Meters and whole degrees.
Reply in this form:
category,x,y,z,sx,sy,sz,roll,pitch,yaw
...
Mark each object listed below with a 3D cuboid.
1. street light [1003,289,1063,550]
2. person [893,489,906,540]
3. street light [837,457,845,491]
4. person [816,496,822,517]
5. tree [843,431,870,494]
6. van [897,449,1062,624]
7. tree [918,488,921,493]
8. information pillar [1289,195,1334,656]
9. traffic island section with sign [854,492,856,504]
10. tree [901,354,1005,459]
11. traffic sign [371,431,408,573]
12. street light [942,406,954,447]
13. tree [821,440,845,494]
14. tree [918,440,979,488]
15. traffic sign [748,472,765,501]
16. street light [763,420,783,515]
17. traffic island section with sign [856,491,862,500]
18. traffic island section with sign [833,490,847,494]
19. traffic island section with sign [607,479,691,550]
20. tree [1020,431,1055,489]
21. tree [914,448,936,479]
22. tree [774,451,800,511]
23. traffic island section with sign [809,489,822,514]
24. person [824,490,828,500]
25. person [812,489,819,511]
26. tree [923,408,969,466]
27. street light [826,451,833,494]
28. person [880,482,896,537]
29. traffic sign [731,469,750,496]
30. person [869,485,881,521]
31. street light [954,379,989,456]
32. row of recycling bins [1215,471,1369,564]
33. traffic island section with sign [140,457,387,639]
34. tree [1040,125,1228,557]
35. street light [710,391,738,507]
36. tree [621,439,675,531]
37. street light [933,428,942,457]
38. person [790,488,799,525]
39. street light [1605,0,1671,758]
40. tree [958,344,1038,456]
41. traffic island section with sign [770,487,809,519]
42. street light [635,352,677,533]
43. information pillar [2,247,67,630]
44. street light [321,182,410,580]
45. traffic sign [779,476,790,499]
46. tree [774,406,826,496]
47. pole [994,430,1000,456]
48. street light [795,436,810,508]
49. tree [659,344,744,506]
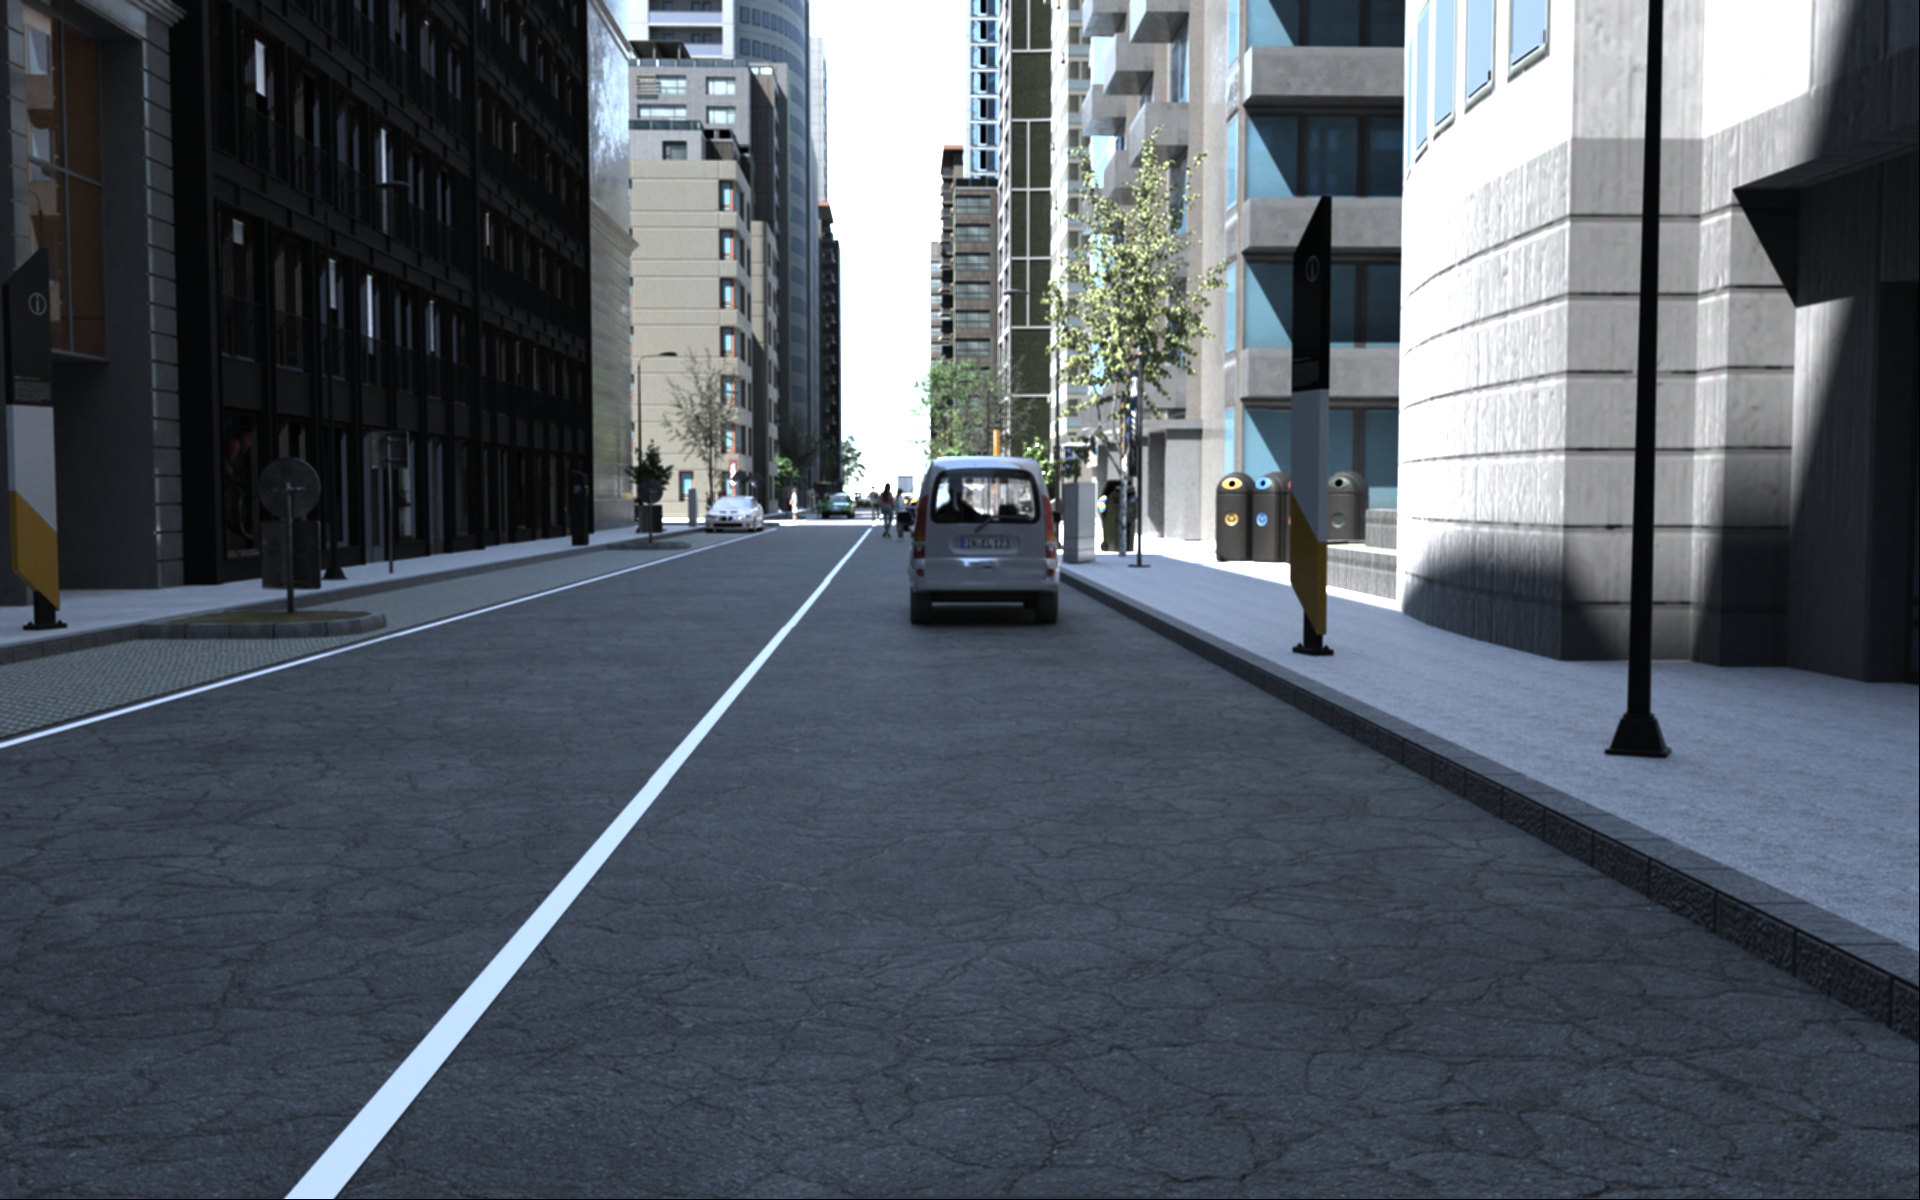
category,x,y,z,sx,sy,sz,roll,pitch,yaw
street light,1.682,-4.096,39.505,1.470,5.913,1.316,0,4,-2
person,-1.861,-2.654,53.711,0.330,1.601,0.589,1,4,22
street light,-15.427,-14.901,216.177,1.470,5.913,1.316,0,4,-2
person,-8.663,-5.771,107.112,0.590,1.304,0.306,-2,4,-27
tree,-20.142,-24.102,312.196,7.486,12.596,7.792,0,3,0
van,0.242,-0.827,20.535,2.013,2.044,4.112,0,4,-1
tree,-6.144,-17.808,285.760,1.663,3.219,1.824,0,3,0
information pillar,2.811,-1.378,13.884,0.183,3.616,0.504,-1,4,-17
traffic island section with sign,-13.583,-11.994,204.731,1.989,1.847,2.006,0,4,-2
tree,-0.652,-12.317,127.138,9.928,11.665,9.643,0,3,0
traffic sign,-9.227,-1.585,28.037,0.606,2.300,0.079,0,4,2
street light,-0.050,-7.286,91.664,1.470,5.913,1.316,0,4,-2
tree,-17.199,-17.003,228.357,4.737,8.622,4.395,0,3,0
tree,0.068,-7.389,104.523,4.285,4.588,4.351,0,3,0
traffic sign,-9.163,-4.552,78.068,0.795,2.450,0.064,0,4,-2
street light,-11.739,-8.307,108.366,1.470,5.913,1.316,0,4,-2
traffic island section with sign,-16.468,-17.060,287.565,1.989,1.847,2.006,0,4,-2
traffic island section with sign,-12.641,-10.330,177.522,1.989,1.847,2.006,0,4,-2
traffic island section with sign,-8.061,-2.230,45.096,1.989,1.847,2.006,0,4,-2
tree,2.242,-3.580,53.129,1.663,3.219,1.824,0,3,0
tree,-4.328,-17.710,239.921,4.360,8.622,3.978,0,3,0
tree,-13.881,-9.083,132.213,4.285,4.588,4.351,0,3,0
traffic island section with sign,-10.916,-7.276,127.583,1.989,1.847,2.006,0,4,-2
person,-9.499,-7.065,124.587,0.480,1.755,0.524,0,4,6
person,-11.387,-7.766,135.430,0.822,1.834,0.622,-1,4,-13
tree,-1.088,-11.816,143.557,4.737,8.622,4.395,0,3,0
street light,-14.408,-13.031,185.593,1.470,5.913,1.316,0,4,-2
person,-2.376,-2.995,57.470,0.555,1.821,0.388,0,4,3
traffic sign,-8.886,-4.064,70.088,0.795,2.450,0.064,0,4,-2
person,-4.565,-5.183,92.611,0.648,1.900,0.474,0,4,-1
street light,0.609,-5.975,70.228,1.470,5.913,1.316,0,4,-2
row of recycling bins,6.116,-1.525,32.044,1.069,1.692,3.534,-3,4,-36
traffic island section with sign,-7.103,-0.571,17.962,1.989,1.847,2.006,0,4,-2
tree,3.393,-5.209,35.533,4.737,8.622,4.395,0,3,0
street light,-10.657,-6.440,77.834,1.470,5.913,1.316,0,4,-2
tree,-10.647,-4.017,60.284,1.663,3.219,1.824,0,3,0
street light,-1.219,-9.153,122.192,1.470,5.913,1.316,0,4,-2
person,-7.683,-4.353,80.683,0.522,1.701,0.512,-1,4,-22
street light,2.823,-2.193,8.400,1.470,5.913,1.316,0,4,-2
tree,1.701,-8.273,85.628,4.360,8.622,3.978,0,3,0
traffic island section with sign,-9.973,-5.614,100.412,1.989,1.847,2.006,0,4,-2
street light,-9.958,-5.154,56.809,1.470,5.913,1.316,0,4,-2
information pillar,-8.731,-1.525,16.296,0.183,3.616,0.504,1,4,17
street light,-8.869,-3.263,25.883,1.470,5.913,1.316,0,4,-2
traffic sign,-12.408,-7.494,122.632,0.768,2.556,0.104,0,4,6
tree,-14.045,-12.138,148.823,4.360,8.622,3.978,0,3,0
pole,1.180,-3.761,55.341,0.158,3.312,0.155,0,3,0
street light,-12.686,-10.175,138.902,1.470,5.913,1.316,0,4,-2
tree,-12.284,-8.185,84.185,4.360,8.622,3.978,0,3,0
